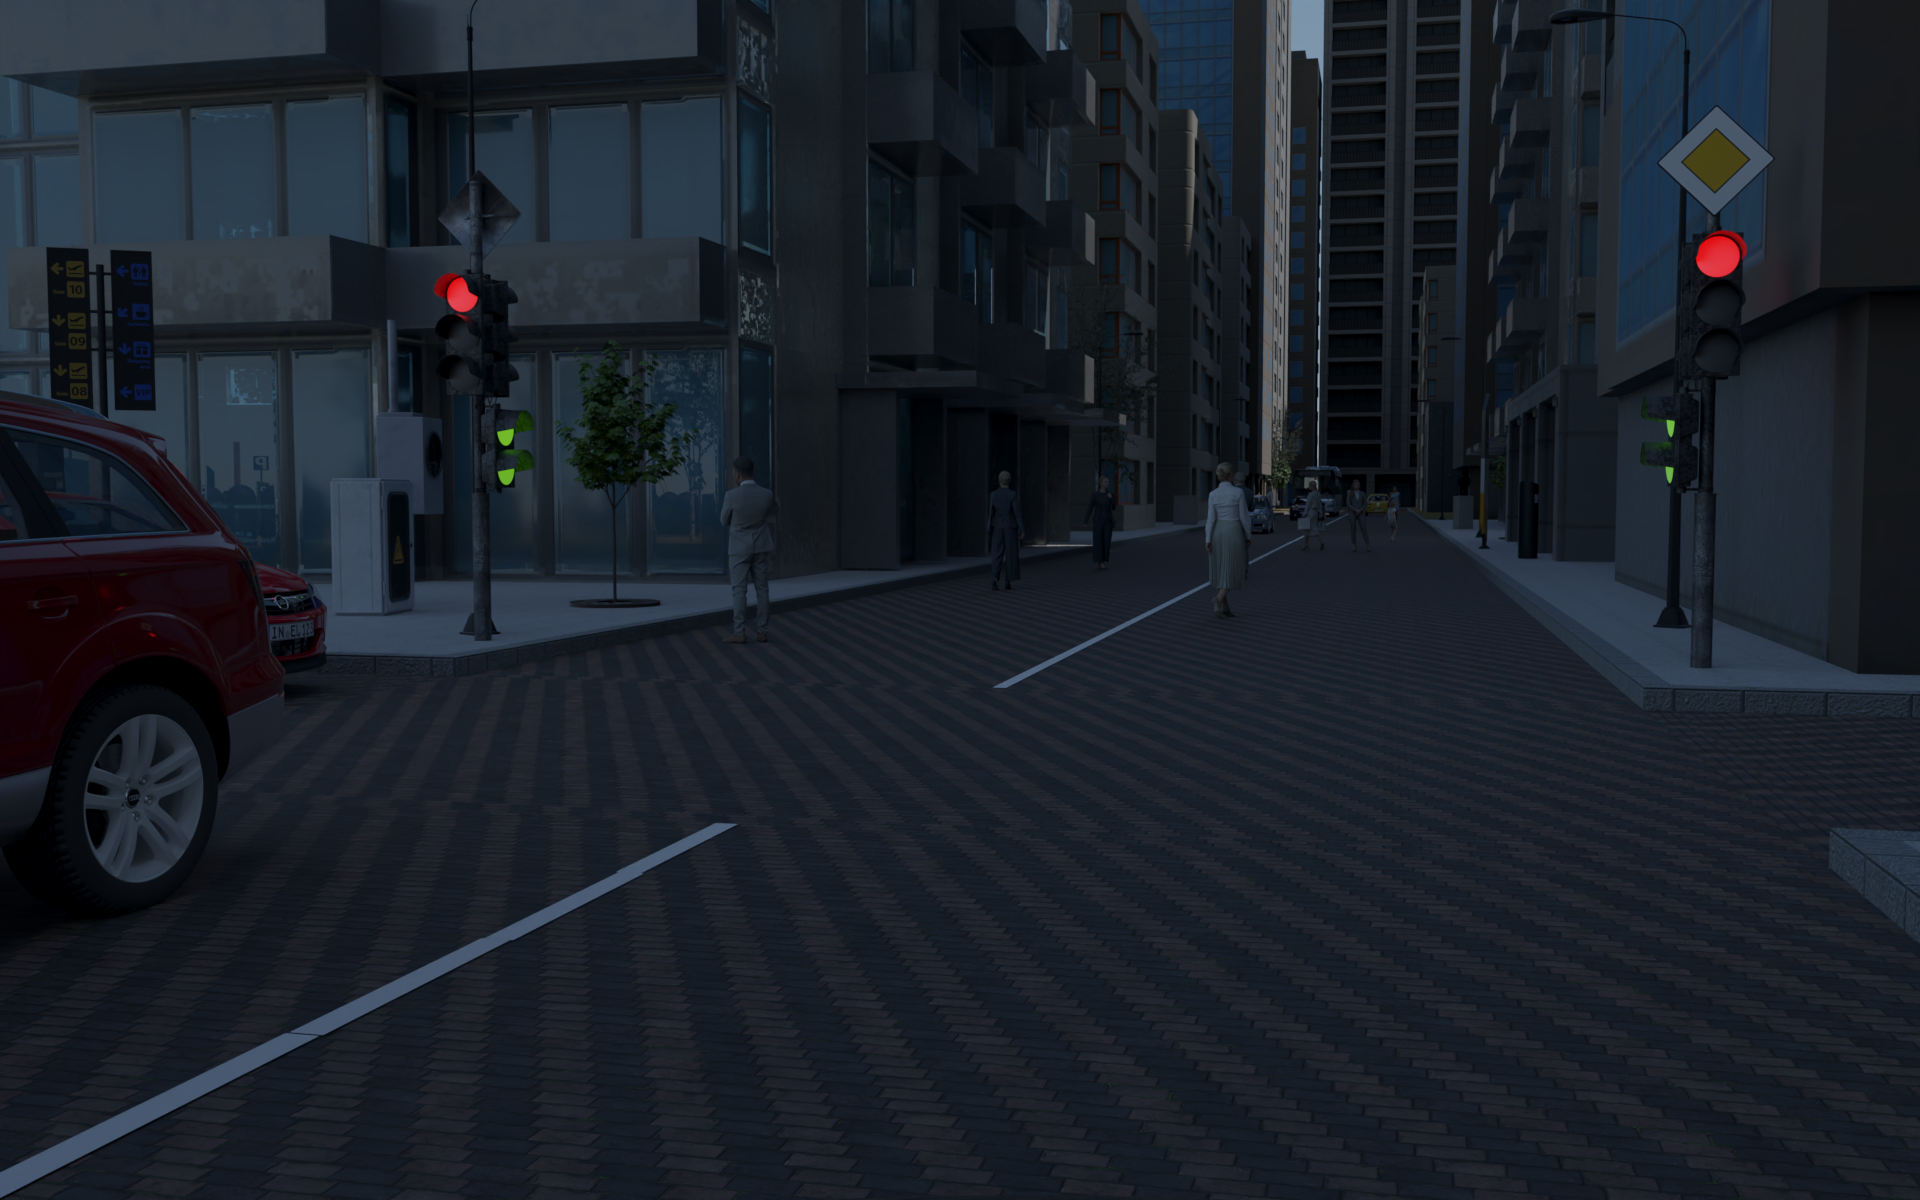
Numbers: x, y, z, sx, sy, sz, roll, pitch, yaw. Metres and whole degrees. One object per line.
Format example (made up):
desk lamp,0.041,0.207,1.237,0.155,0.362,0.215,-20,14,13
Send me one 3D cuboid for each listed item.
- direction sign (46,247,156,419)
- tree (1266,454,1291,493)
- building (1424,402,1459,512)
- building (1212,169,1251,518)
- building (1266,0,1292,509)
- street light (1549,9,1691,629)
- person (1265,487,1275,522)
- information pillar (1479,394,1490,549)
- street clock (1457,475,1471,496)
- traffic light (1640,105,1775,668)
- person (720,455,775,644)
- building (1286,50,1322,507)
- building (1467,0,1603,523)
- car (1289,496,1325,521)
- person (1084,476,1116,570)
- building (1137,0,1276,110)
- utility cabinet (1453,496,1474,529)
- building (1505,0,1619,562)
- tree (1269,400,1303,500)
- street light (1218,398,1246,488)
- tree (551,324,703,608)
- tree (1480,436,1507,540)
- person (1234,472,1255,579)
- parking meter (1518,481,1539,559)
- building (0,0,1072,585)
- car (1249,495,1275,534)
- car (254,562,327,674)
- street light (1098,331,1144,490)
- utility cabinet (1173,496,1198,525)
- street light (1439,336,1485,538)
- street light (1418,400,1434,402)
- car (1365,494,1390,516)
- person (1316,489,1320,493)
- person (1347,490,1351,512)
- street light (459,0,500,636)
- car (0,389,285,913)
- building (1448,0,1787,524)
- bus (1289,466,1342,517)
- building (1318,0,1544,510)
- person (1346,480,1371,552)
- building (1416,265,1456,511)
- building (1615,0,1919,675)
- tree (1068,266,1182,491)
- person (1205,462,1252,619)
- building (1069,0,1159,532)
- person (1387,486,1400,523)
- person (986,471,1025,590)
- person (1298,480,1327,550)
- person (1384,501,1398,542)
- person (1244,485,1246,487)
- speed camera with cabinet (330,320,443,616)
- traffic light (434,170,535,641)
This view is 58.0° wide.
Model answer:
direction sign,-7.953,-1.475,16.112,0.876,3.537,0.379,-1,4,-19
tree,25.003,-9.491,138.884,4.285,4.588,4.351,0,3,0
building,42.333,-48.833,111.091,22.319,86.520,31.000,1,4,14
building,2.640,-15.951,105.836,27.650,21.520,28.899,1,4,14
building,18.437,-43.770,153.890,20.611,71.187,20.563,1,4,14
street light,6.341,-2.697,16.644,1.470,5.913,1.316,1,4,14
person,15.433,-4.744,86.293,0.641,1.798,0.478,0,4,-1
information pillar,12.241,-2.999,40.394,0.183,3.616,0.504,2,4,28
street clock,19.330,-3.785,66.456,0.471,2.002,0.358,-1,4,-18
traffic light,5.464,-1.454,12.700,0.839,4.253,0.868,1,4,14
person,-2.080,-0.494,16.764,0.511,1.800,0.466,-3,5,-45
building,29.315,-32.213,176.786,14.200,45.320,14.600,1,4,14
building,32.254,-27.266,65.410,23.786,49.044,30.456,1,4,14
car,18.978,-5.012,94.525,1.945,1.354,3.894,1,4,15
person,2.677,-1.469,32.935,0.576,1.772,0.534,-2,4,-30
building,15.064,-28.997,124.205,14.600,45.320,14.200,1,4,14
utility cabinet,18.434,-3.199,63.463,0.306,1.237,1.020,3,5,44
building,22.323,-36.358,32.705,20.563,71.187,20.611,1,4,14
tree,24.365,-11.223,133.859,4.360,8.622,3.978,0,3,0
street light,13.121,-6.819,84.035,1.470,5.913,1.316,1,4,14
tree,-4.031,-1.536,19.723,1.663,3.219,1.824,0,3,0
tree,15.818,-3.328,49.012,1.663,3.219,1.824,0,3,0
person,4.663,-1.267,29.397,0.661,1.801,0.590,-2,4,-25
parking meter,11.291,-1.590,34.400,0.372,1.533,0.369,0,3,0
building,-9.314,-25.563,37.570,23.786,49.044,30.456,1,4,14
car,10.626,-3.171,63.842,2.014,1.417,4.499,1,4,13
car,-6.782,-0.218,12.604,4.494,1.783,2.155,1,4,15
street light,4.551,-4.717,49.664,1.470,5.913,1.316,1,4,14
utility cabinet,9.450,-3.751,72.486,1.020,1.237,0.306,2,4,34
street light,14.832,-4.799,51.011,1.470,5.913,1.316,1,4,14
street light,23.164,-6.882,85.054,1.470,5.913,1.316,1,4,14
car,27.289,-6.286,113.000,2.015,1.641,3.980,1,4,13
person,20.406,-5.588,99.728,0.599,1.838,0.709,-2,4,-35
person,30.765,-7.783,136.477,0.721,1.736,1.217,1,4,12
street light,-3.873,-2.630,15.546,1.470,5.913,1.316,1,4,14
car,-4.148,0.240,4.753,2.281,1.827,5.304,1,4,15
building,33.540,-26.938,90.551,14.600,45.320,14.200,1,4,14
bus,23.152,-7.160,111.921,2.948,3.499,13.247,1,4,14
building,47.512,-45.090,175.469,20.611,71.187,20.563,1,4,14
person,9.937,-2.103,43.153,0.520,1.790,0.573,-1,4,-13
building,52.155,-18.181,142.296,27.650,21.520,28.899,1,4,14
building,14.470,-22.361,15.710,14.200,45.320,14.600,1,4,14
tree,4.667,-6.453,55.877,4.360,8.622,3.978,0,3,0
person,3.059,-0.688,19.971,0.478,1.798,0.641,3,4,39
building,-4.365,-14.121,75.926,27.650,21.520,28.899,1,4,14
person,21.037,-4.613,84.010,0.616,1.811,0.778,2,4,25
person,0.680,-1.033,25.813,0.576,1.772,0.534,0,4,3
person,9.031,-2.169,44.319,0.694,1.780,0.624,-2,4,-27
person,12.896,-2.351,51.956,0.382,1.210,0.505,-3,4,-36
person,13.107,-4.360,79.882,0.850,1.850,0.679,-3,5,-44
speed camera with cabinet,-6.285,-1.514,19.090,0.660,3.252,2.038,0,4,1
traffic light,-4.163,-1.598,15.053,0.839,4.253,0.868,1,4,14
